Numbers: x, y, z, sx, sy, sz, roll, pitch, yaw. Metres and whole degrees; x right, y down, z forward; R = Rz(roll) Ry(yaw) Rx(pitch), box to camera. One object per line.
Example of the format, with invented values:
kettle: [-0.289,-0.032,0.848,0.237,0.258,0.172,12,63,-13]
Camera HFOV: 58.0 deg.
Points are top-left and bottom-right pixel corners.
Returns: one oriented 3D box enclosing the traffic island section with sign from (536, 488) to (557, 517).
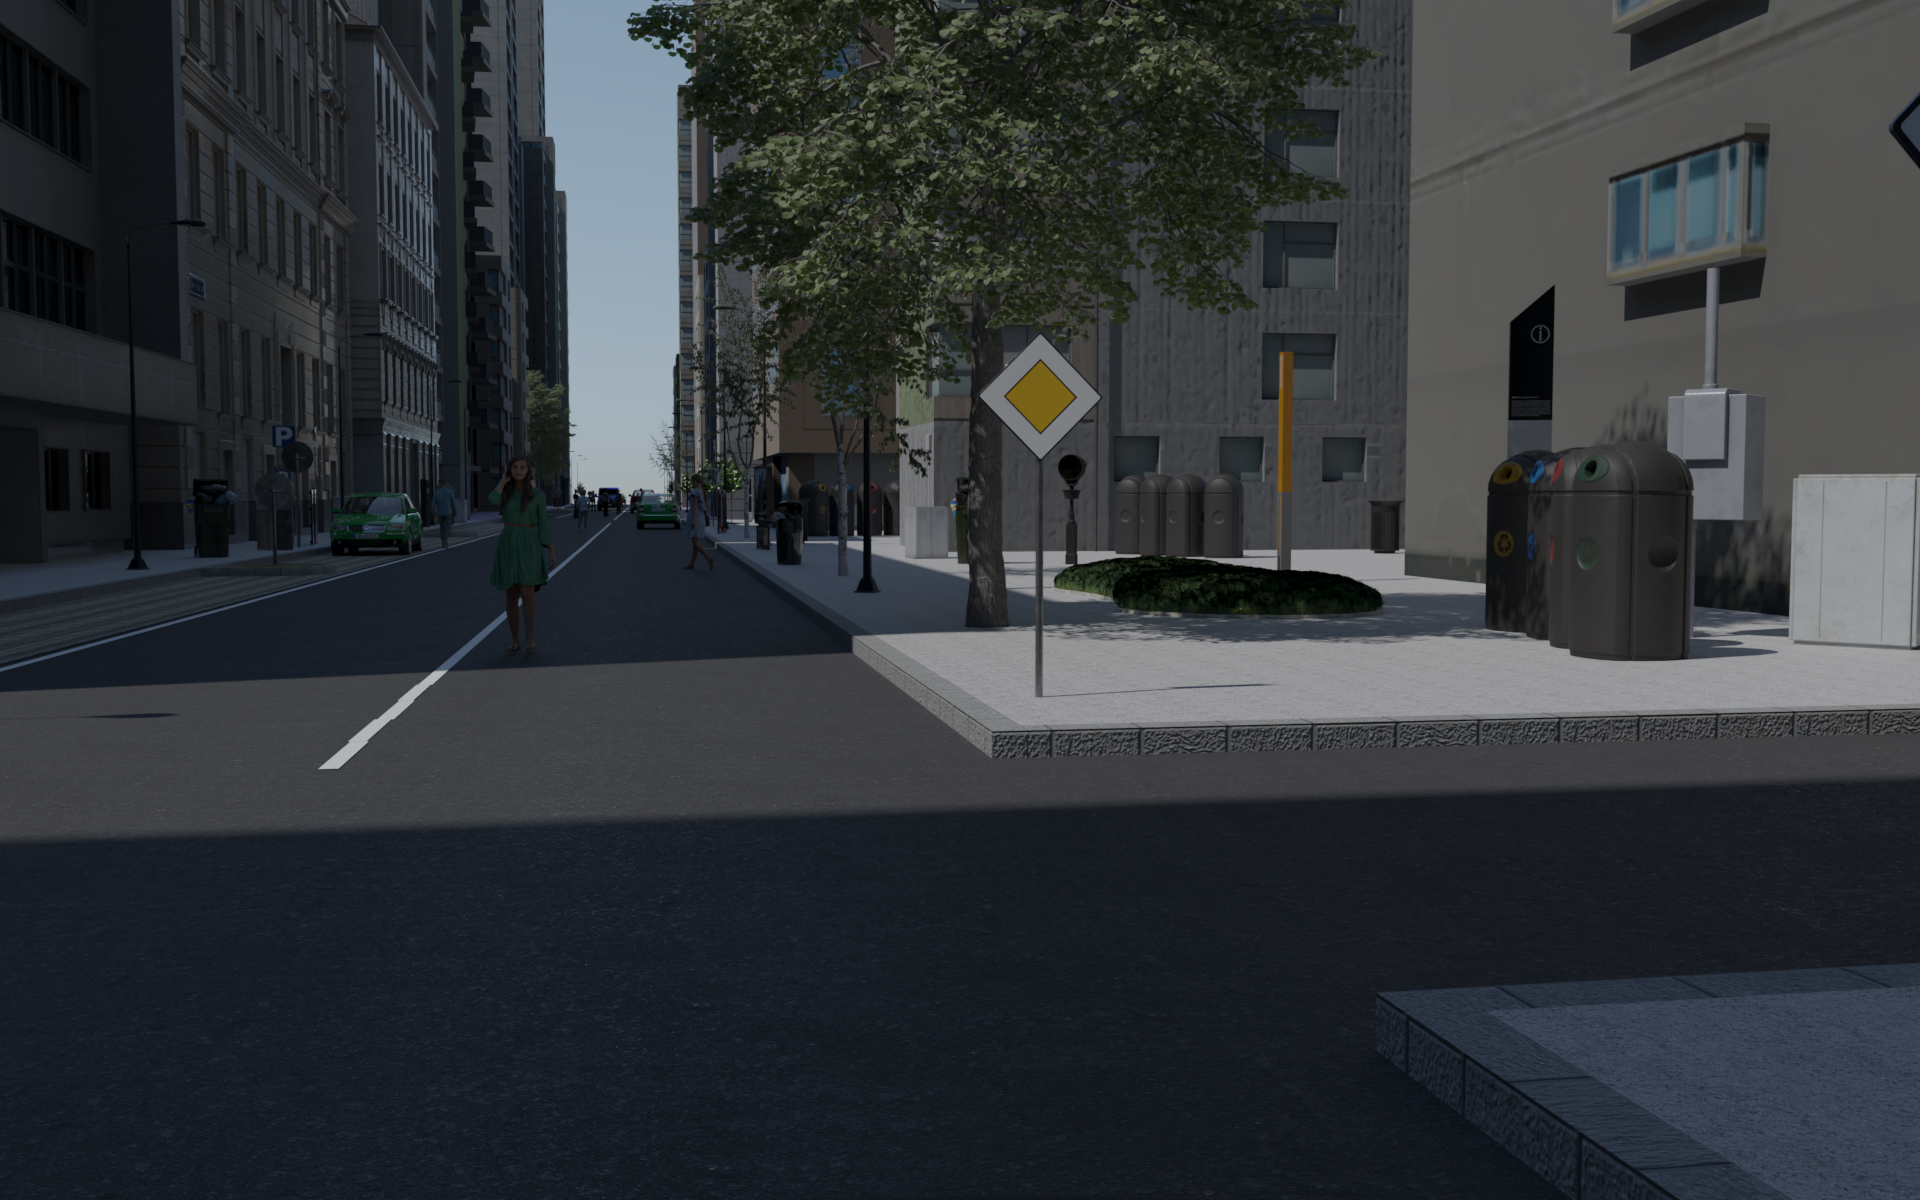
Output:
traffic island section with sign: [-26.297,-6.065,107.792,1.989,1.847,2.006,-1,4,-10]

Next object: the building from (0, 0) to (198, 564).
building: [-21.185,-12.425,22.212,14.314,24.678,30.058,-1,4,-10]

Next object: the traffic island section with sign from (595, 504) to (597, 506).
traffic island section with sign: [-45.823,-12.617,214.908,1.989,1.847,2.006,-1,4,-10]

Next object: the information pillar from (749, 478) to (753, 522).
information pillar: [-9.655,-4.569,79.194,0.304,2.012,0.304,-1,4,-14]

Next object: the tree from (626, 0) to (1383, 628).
tree: [0.554,-5.995,16.143,7.486,12.596,7.792,0,3,0]

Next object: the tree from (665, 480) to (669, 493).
tree: [-31.987,-12.055,191.705,1.663,3.219,1.824,0,3,0]

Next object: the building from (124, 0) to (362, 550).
building: [-25.547,-15.450,49.873,12.463,27.353,25.104,-1,4,-10]

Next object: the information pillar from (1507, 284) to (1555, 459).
information pillar: [6.416,-1.719,19.468,0.504,3.616,0.183,1,4,9]

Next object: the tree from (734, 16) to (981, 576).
tree: [-1.658,-4.678,26.852,4.360,8.622,3.978,0,3,0]

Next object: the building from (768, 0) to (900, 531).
building: [-0.667,-25.451,66.229,14.600,45.320,14.200,-1,4,-10]

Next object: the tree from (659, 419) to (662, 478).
tree: [-6.223,-6.127,50.540,4.360,8.622,3.978,0,3,0]

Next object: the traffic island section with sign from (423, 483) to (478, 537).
traffic island section with sign: [-17.170,-3.008,57.803,1.989,1.847,2.006,-1,4,-10]

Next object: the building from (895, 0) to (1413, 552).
building: [5.100,-22.100,44.937,14.154,41.232,14.086,-1,4,-10]

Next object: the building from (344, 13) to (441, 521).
building: [-27.770,-13.652,72.358,9.793,20.994,18.267,-1,4,-10]

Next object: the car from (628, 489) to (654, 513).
car: [-23.772,-7.434,130.220,2.281,1.827,5.304,-1,4,-10]

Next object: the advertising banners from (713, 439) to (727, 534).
advertising banners: [-7.821,-3.680,56.357,0.090,3.025,2.074,0,4,3]

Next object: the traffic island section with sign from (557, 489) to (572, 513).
traffic island section with sign: [-31.128,-7.687,134.312,1.989,1.847,2.006,-1,4,-10]

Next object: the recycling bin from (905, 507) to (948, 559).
recycling bin: [-0.666,-1.348,34.597,0.722,1.027,0.722,-1,4,-17]

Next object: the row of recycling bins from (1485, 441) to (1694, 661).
row of recycling bins: [5.386,-0.480,14.959,1.069,1.692,3.534,0,4,3]

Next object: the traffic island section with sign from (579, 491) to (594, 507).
traffic island section with sign: [-40.946,-10.978,188.116,1.989,1.847,2.006,-1,4,-10]

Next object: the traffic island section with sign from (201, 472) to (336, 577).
traffic island section with sign: [-12.284,-1.364,30.924,1.989,1.847,2.006,-1,4,-10]

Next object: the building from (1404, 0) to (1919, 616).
building: [18.119,-24.449,23.449,21.600,48.544,21.300,-1,4,-10]

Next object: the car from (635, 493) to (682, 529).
car: [-12.574,-3.883,72.279,1.959,1.807,4.718,-1,4,-9]

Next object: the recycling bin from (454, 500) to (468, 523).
recycling bin: [-22.437,-3.968,77.437,0.722,1.027,0.722,-1,4,-9]

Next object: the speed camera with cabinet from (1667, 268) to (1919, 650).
speed camera with cabinet: [7.241,-1.261,14.958,2.038,3.252,0.660,3,5,41]

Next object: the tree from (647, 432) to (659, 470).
tree: [-27.823,-13.265,167.245,4.360,8.622,3.978,0,3,0]

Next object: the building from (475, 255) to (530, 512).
building: [-49.349,-17.882,137.404,27.650,21.520,28.899,-1,4,-10]

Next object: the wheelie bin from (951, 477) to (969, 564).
wheelie bin: [0.286,-1.468,31.902,0.980,1.594,0.693,1,4,10]

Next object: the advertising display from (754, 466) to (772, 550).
advertising display: [-4.558,-2.131,40.057,0.123,1.923,0.974,-2,4,-24]

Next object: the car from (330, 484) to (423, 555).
car: [-14.027,-2.015,41.742,1.959,1.807,4.718,-1,4,-12]

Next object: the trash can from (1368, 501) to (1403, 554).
trash can: [9.186,-1.576,37.426,0.748,1.137,0.748,0,3,0]

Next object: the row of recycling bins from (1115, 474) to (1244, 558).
row of recycling bins: [4.497,-1.761,35.904,1.069,1.692,3.534,-2,4,-35]

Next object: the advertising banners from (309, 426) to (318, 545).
advertising banners: [-16.522,-2.943,44.308,0.090,3.025,2.074,-1,4,-15]

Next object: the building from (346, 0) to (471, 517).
building: [-33.098,-24.724,87.835,14.154,41.232,14.086,-1,4,-10]

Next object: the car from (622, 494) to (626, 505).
car: [-45.959,-13.754,233.676,1.959,1.807,4.718,-1,4,-12]

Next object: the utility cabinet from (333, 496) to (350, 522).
utility cabinet: [-18.696,-2.569,53.172,1.020,1.237,0.306,0,4,1]

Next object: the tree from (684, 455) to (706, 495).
tree: [-12.780,-5.623,86.534,1.663,3.219,1.824,0,3,0]

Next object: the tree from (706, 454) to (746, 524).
tree: [-9.991,-4.899,74.704,1.663,3.219,1.824,0,3,0]

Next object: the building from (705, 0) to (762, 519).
building: [-4.402,-34.251,102.007,21.231,58.520,28.212,-1,4,-10]

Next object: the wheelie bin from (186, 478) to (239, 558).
wheelie bin: [-15.130,-1.663,35.095,0.980,1.594,0.693,-2,4,-30]

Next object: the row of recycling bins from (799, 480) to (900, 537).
row of recycling bins: [-3.219,-2.811,53.074,3.534,1.692,1.069,-1,4,-22]

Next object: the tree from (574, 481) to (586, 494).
tree: [-52.704,-15.000,239.844,1.663,3.219,1.824,0,3,0]

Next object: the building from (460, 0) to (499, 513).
building: [-41.176,-27.748,108.306,22.147,44.769,28.867,-1,4,-10]

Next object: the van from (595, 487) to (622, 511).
van: [-30.133,-8.836,148.847,2.240,2.365,5.245,-1,4,-9]

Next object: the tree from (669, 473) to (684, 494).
tree: [-21.742,-8.732,137.377,1.663,3.219,1.824,0,3,0]

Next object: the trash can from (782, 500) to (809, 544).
trash can: [-4.258,-2.036,44.943,0.748,1.137,0.748,0,3,0]
